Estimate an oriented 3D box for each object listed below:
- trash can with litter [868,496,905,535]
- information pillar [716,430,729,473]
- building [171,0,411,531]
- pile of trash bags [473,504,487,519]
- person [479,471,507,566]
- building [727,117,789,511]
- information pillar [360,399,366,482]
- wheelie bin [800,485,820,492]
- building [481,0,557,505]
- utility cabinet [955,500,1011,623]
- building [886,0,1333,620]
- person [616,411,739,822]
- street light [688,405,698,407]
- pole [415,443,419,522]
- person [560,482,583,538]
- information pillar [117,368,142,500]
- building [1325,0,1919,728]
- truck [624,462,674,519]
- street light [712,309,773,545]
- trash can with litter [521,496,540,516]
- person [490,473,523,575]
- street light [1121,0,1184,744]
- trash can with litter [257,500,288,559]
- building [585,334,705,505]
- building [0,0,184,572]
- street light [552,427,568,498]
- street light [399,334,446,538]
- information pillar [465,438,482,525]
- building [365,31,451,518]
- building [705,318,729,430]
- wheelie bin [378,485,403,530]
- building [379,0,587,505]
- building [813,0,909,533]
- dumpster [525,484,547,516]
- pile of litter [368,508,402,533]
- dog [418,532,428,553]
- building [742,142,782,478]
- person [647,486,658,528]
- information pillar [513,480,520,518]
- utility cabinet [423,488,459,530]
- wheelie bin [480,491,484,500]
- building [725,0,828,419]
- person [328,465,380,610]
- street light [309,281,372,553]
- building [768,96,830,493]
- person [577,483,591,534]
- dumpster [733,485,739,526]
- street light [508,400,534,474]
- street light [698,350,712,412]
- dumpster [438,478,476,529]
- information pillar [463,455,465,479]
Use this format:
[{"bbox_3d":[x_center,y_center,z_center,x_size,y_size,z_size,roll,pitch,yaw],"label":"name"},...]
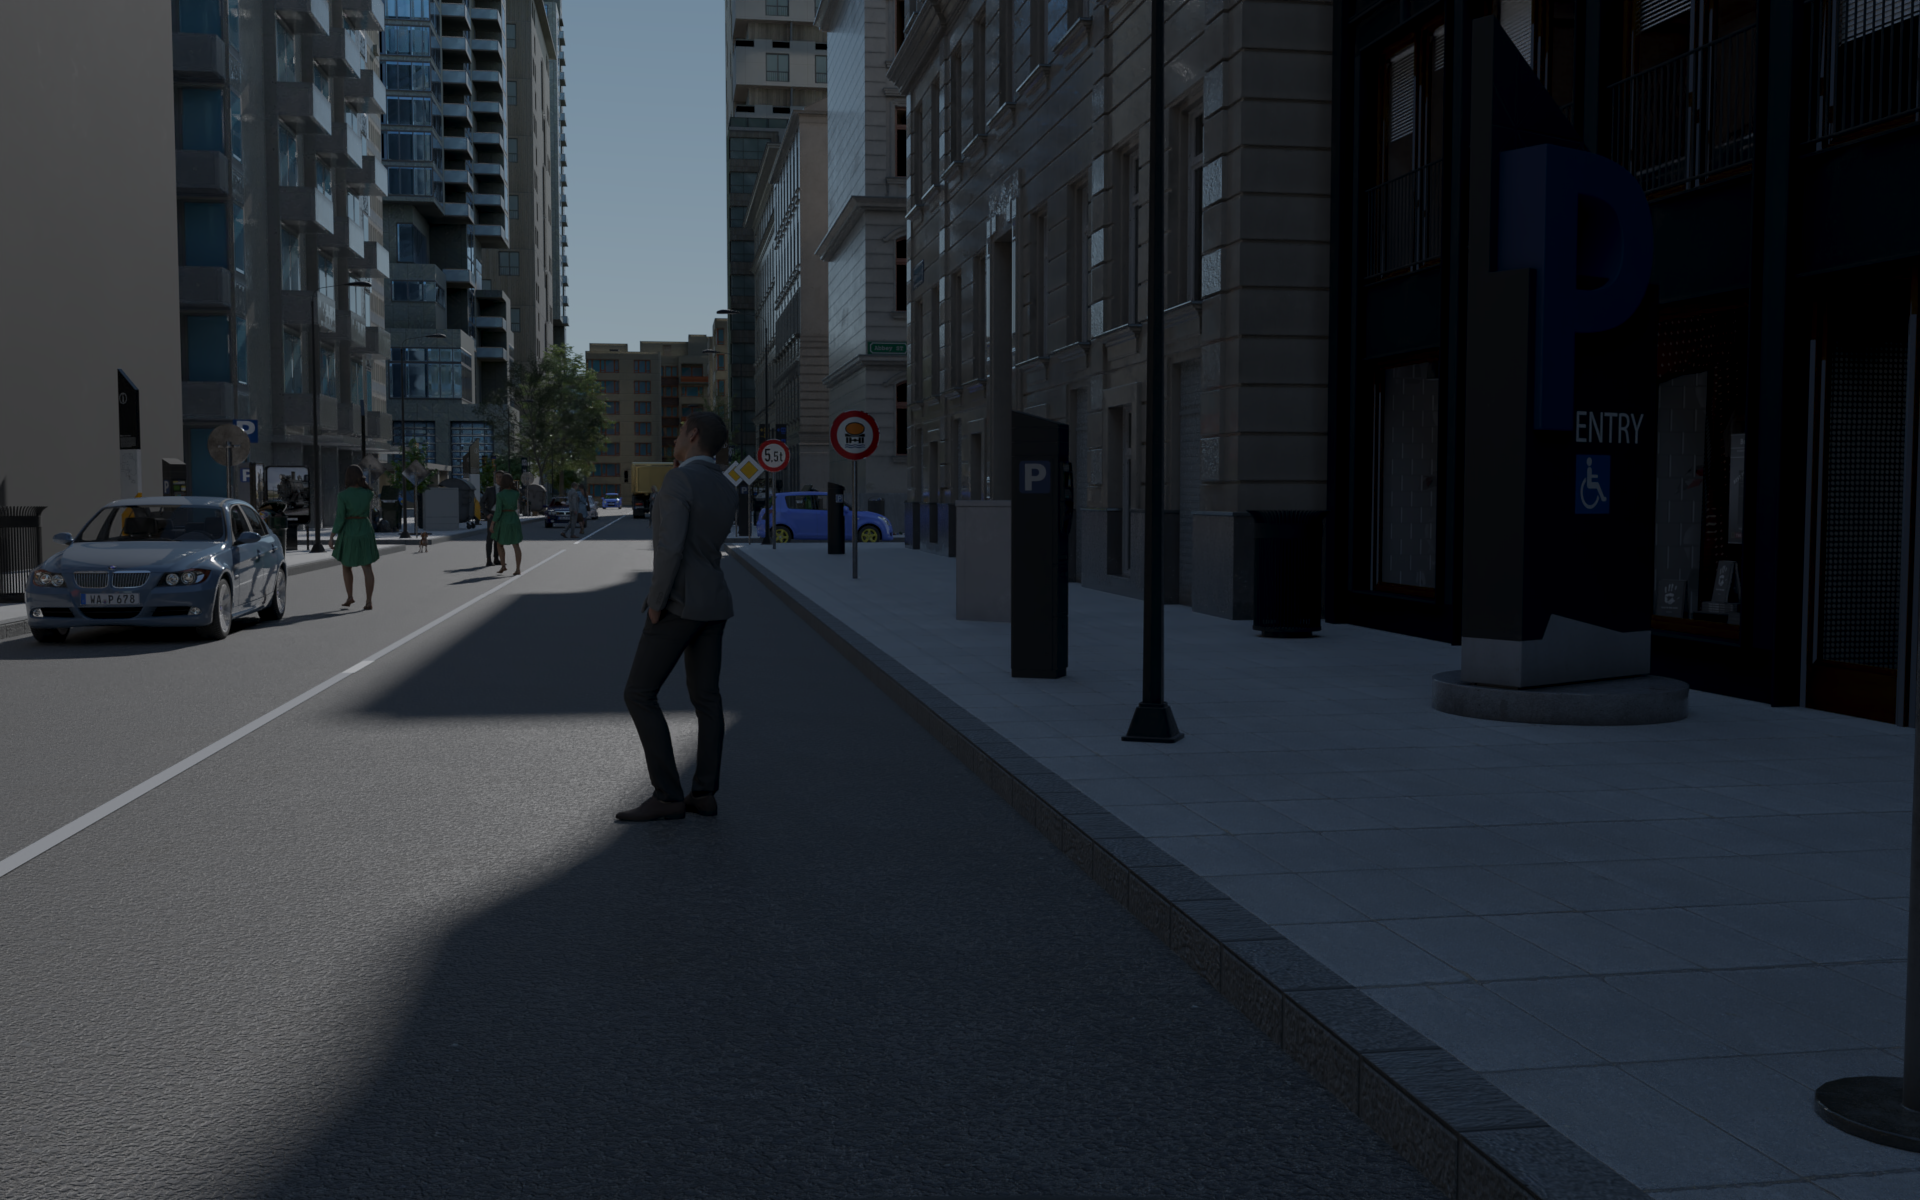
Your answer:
[{"bbox_3d":[-2.230,-2.638,54.193,2.233,1.210,1.678,0,4,-1],"label":"trash can with litter"},{"bbox_3d":[-8.664,-4.398,63.254,0.504,3.616,0.183,0,4,0],"label":"information pillar"},{"bbox_3d":[-34.107,-27.165,63.762,23.786,49.044,30.456,-1,4,-10],"label":"building"},{"bbox_3d":[-25.495,-4.731,87.101,1.912,1.369,3.447,3,5,44],"label":"pile of trash bags"},{"bbox_3d":[-9.271,-1.646,34.773,0.474,1.900,0.648,3,5,40],"label":"person"},{"bbox_3d":[-11.337,-22.341,136.971,14.160,30.474,14.107,-1,4,-10],"label":"building"},{"bbox_3d":[-14.717,-3.144,42.753,0.183,3.616,0.504,-1,4,-22],"label":"information pillar"},{"bbox_3d":[-5.051,-3.039,57.603,0.693,1.594,0.980,-2,4,-28],"label":"wheelie bin"},{"bbox_3d":[-56.106,-36.025,178.244,27.495,52.752,28.713,-1,4,-10],"label":"building"},{"bbox_3d":[0.453,-0.385,17.458,1.020,1.237,0.306,2,4,35],"label":"utility cabinet"},{"bbox_3d":[6.280,-14.212,29.631,12.463,27.353,25.104,-1,4,-10],"label":"building"},{"bbox_3d":[-1.246,0.059,7.709,0.473,1.802,0.592,3,4,39],"label":"person"},{"bbox_3d":[-13.492,-7.211,90.447,1.470,5.913,1.316,-1,4,-10],"label":"street light"},{"bbox_3d":[-21.657,-4.598,69.026,0.158,3.312,0.155,0,3,0],"label":"pole"},{"bbox_3d":[-12.603,-2.929,56.503,0.853,1.813,0.709,-3,4,-38],"label":"person"},{"bbox_3d":[-15.449,-2.501,32.240,0.504,3.616,0.183,2,4,26],"label":"information pillar"},{"bbox_3d":[11.040,-11.019,9.837,12.332,23.373,15.834,-1,4,-10],"label":"building"},{"bbox_3d":[-18.493,-6.641,104.502,3.469,3.379,9.791,-1,4,-11],"label":"truck"},{"bbox_3d":[-5.428,-4.357,43.783,1.470,5.913,1.316,-1,4,-10],"label":"street light"},{"bbox_3d":[-24.767,-5.412,99.871,1.055,1.170,0.624,0,4,4],"label":"trash can with litter"},{"bbox_3d":[-8.001,-1.341,30.668,0.529,1.795,0.600,3,4,36],"label":"person"},{"bbox_3d":[0.476,-2.218,8.808,1.470,5.913,1.316,-1,4,-10],"label":"street light"},{"bbox_3d":[-13.618,-1.382,33.978,0.624,1.170,1.055,-3,5,-42],"label":"trash can with litter"},{"bbox_3d":[-33.224,-23.238,224.976,28.899,21.520,27.650,-1,4,-10],"label":"building"},{"bbox_3d":[-24.277,-12.320,31.116,15.834,23.373,12.332,-1,4,-10],"label":"building"},{"bbox_3d":[-27.619,-9.001,119.699,1.470,5.913,1.316,-1,4,-10],"label":"street light"},{"bbox_3d":[-15.601,-4.755,50.289,1.470,5.913,1.316,-1,4,-10],"label":"street light"},{"bbox_3d":[-20.065,-4.910,71.627,0.183,3.616,0.504,3,4,36],"label":"information pillar"},{"bbox_3d":[-46.315,-24.815,97.614,32.217,40.220,23.993,-1,4,-10],"label":"building"},{"bbox_3d":[-12.835,-20.894,186.648,27.650,21.520,28.899,-1,4,-10],"label":"building"},{"bbox_3d":[-20.540,-3.341,62.534,0.980,1.594,0.693,0,4,-1],"label":"wheelie bin"},{"bbox_3d":[-62.442,-55.261,216.186,31.000,86.520,22.319,-1,4,-10],"label":"building"},{"bbox_3d":[6.776,-16.880,63.377,23.554,28.519,14.401,-1,4,-10],"label":"building"},{"bbox_3d":[-25.330,-5.964,103.272,1.264,1.857,1.865,-1,4,-10],"label":"dumpster"},{"bbox_3d":[-19.532,-2.681,57.796,1.719,0.858,1.176,1,4,14],"label":"pile of litter"},{"bbox_3d":[-13.193,-1.427,42.626,0.540,0.507,0.406,2,4,27],"label":"dog"},{"bbox_3d":[-5.283,-17.072,112.413,16.112,22.955,30.059,-1,4,-10],"label":"building"},{"bbox_3d":[-13.071,-3.999,74.065,0.537,1.800,0.526,2,4,30],"label":"person"},{"bbox_3d":[-23.693,-5.377,92.412,0.304,2.012,0.304,0,4,0],"label":"information pillar"},{"bbox_3d":[-18.166,-3.175,60.591,1.173,1.500,0.318,-2,4,-33],"label":"utility cabinet"},{"bbox_3d":[-26.258,-5.290,94.407,0.980,1.594,0.693,3,5,45],"label":"wheelie bin"},{"bbox_3d":[-7.315,-34.789,158.044,28.713,52.752,27.495,-1,4,-10],"label":"building"},{"bbox_3d":[-7.511,-0.782,21.538,0.529,1.795,0.600,3,5,42],"label":"person"},{"bbox_3d":[-13.538,-3.996,37.870,1.470,5.913,1.316,-1,4,-10],"label":"street light"},{"bbox_3d":[-4.223,-14.609,88.003,9.793,20.994,18.267,-1,4,-10],"label":"building"},{"bbox_3d":[-13.518,-3.272,62.092,0.616,1.811,0.778,-2,4,-26],"label":"person"},{"bbox_3d":[-9.197,-3.834,68.440,1.264,1.857,1.865,-1,4,-10],"label":"dumpster"},{"bbox_3d":[-21.645,-6.895,85.278,1.470,5.913,1.316,-1,4,-10],"label":"street light"},{"bbox_3d":[-7.597,-5.102,55.952,1.470,5.913,1.316,-1,4,-10],"label":"street light"},{"bbox_3d":[-18.446,-3.527,63.432,1.264,1.857,1.865,-1,4,-10],"label":"dumpster"},{"bbox_3d":[-25.584,-6.038,90.075,0.504,3.616,0.183,0,4,-8],"label":"information pillar"}]
